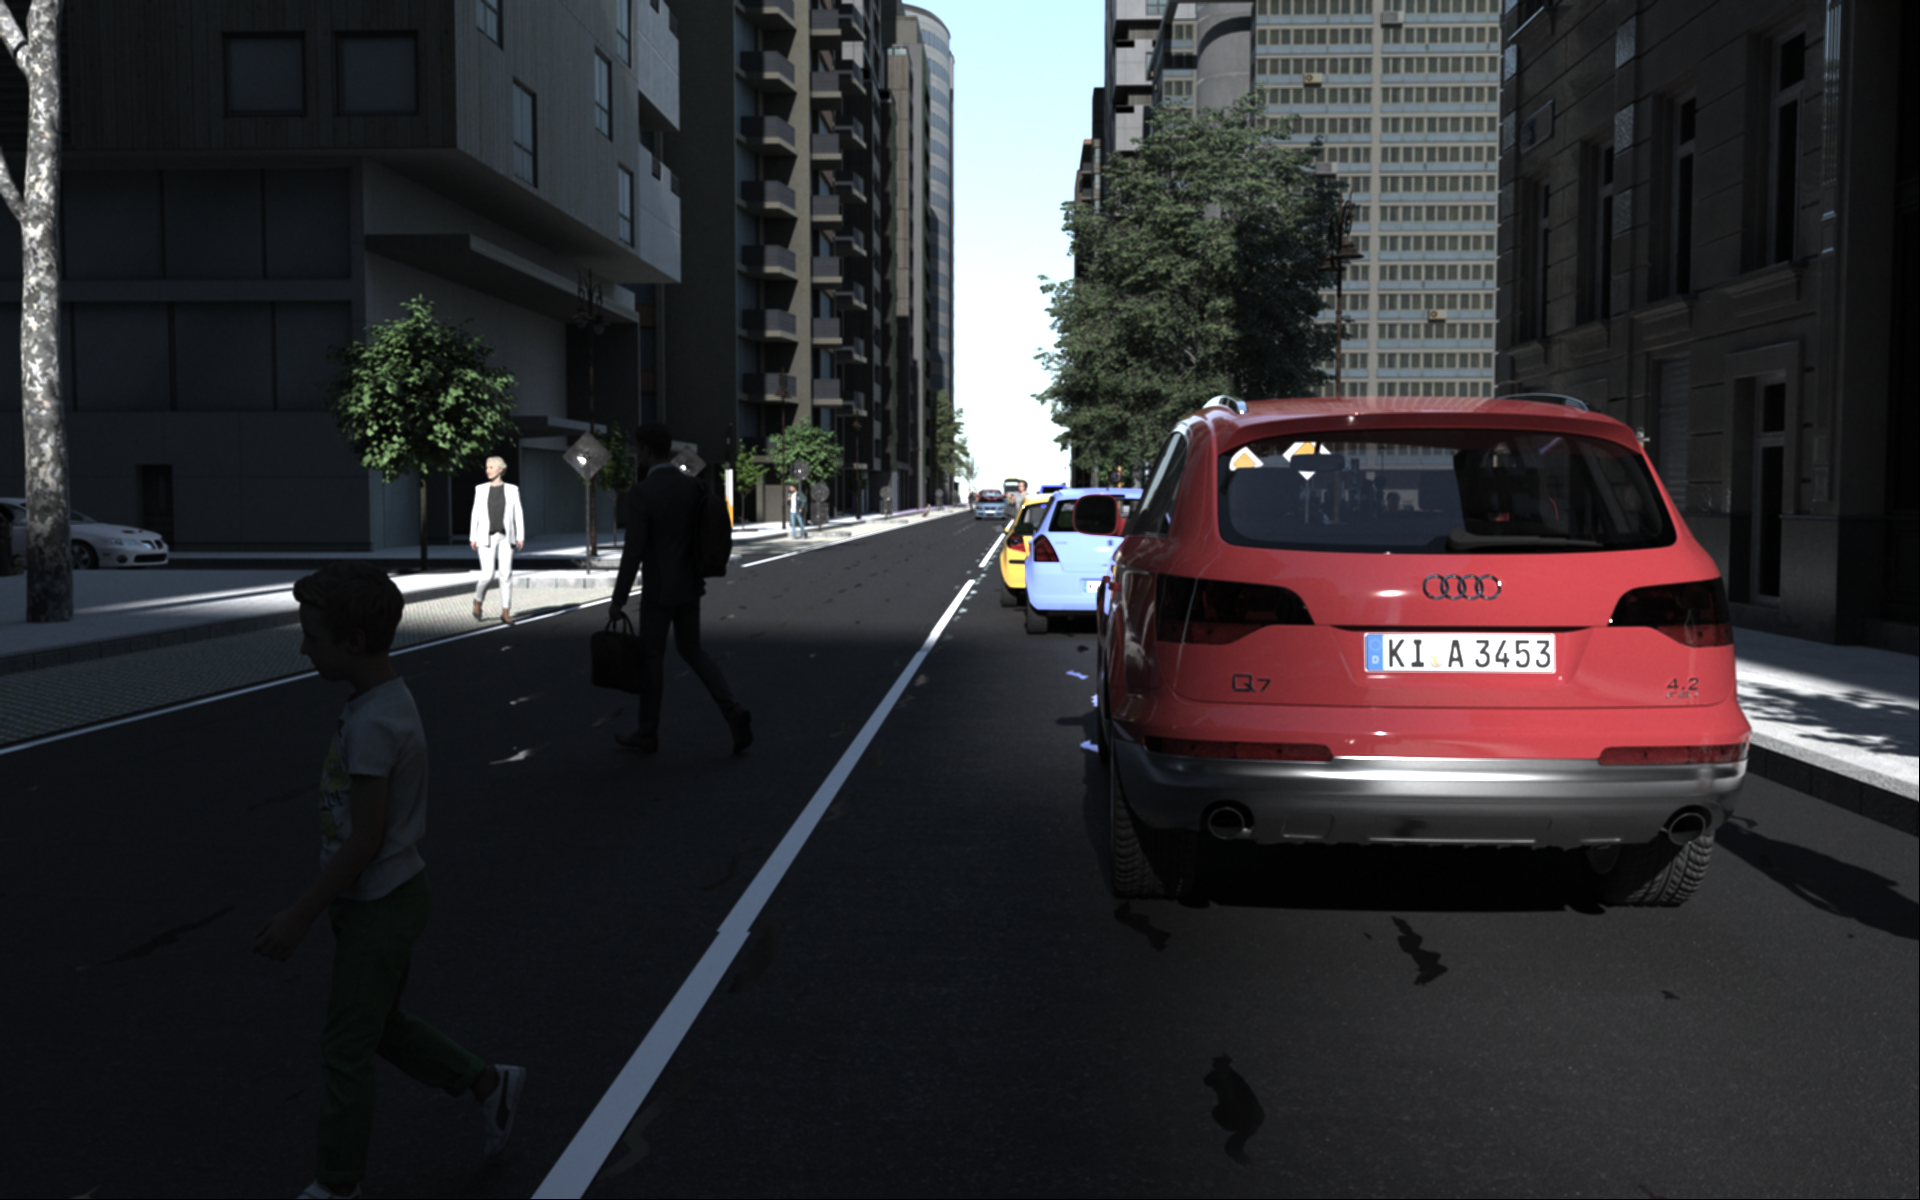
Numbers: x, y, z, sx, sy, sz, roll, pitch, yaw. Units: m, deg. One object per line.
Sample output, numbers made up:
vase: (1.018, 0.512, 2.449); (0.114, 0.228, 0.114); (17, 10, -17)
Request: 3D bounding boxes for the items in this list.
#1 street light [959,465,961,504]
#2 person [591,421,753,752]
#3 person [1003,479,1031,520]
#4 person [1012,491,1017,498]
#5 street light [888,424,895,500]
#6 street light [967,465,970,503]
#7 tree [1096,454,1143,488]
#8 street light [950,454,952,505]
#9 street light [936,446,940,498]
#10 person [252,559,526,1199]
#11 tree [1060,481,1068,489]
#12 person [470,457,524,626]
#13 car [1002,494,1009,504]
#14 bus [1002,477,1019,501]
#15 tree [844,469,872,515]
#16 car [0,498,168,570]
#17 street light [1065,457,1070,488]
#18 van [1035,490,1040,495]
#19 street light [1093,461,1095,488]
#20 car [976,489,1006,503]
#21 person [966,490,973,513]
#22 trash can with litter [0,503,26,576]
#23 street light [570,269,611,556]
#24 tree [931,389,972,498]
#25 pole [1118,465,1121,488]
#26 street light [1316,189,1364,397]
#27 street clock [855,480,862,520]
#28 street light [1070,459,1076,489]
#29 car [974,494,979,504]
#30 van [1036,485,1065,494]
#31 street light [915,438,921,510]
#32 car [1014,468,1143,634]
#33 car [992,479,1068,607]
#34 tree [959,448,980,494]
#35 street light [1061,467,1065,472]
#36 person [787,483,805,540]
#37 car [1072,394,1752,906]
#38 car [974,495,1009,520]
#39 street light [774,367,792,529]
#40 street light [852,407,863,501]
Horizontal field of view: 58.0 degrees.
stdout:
street light: (0.030, -15.288, 222.747); (0.468, 5.910, 1.993); (0, 4, 2)
person: (-1.586, -0.065, 9.528); (0.822, 1.834, 0.622); (2, 4, 29)
person: (1.364, -2.002, 41.589); (0.716, 1.782, 0.532); (1, 4, 18)
person: (7.243, -12.953, 220.419); (1.348, 1.807, 0.705); (-2, 4, -24)
street light: (-4.484, -8.545, 112.497); (0.468, 5.910, 1.993); (0, 4, 2)
street light: (1.274, -16.964, 250.155); (0.468, 5.910, 1.993); (0, 4, 2)
tree: (10.484, -7.784, 110.978); (4.285, 4.588, 4.351); (0, 3, 0)
street light: (-1.044, -13.629, 195.614); (0.468, 5.910, 1.993); (0, 4, 2)
street light: (-2.167, -11.885, 167.109); (0.468, 5.910, 1.993); (0, 4, 2)
person: (-1.138, 0.567, 3.481); (0.590, 1.304, 0.306); (-3, 5, -41)
tree: (15.843, -16.594, 265.915); (1.663, 3.219, 1.824); (0, 3, 0)
person: (-5.118, -0.653, 19.062); (0.514, 1.842, 0.818); (-3, 4, -36)
car: (4.887, -11.994, 208.103); (2.014, 1.417, 4.499); (0, 4, 0)
bus: (7.869, -16.462, 260.692); (2.896, 3.916, 12.252); (0, 4, 2)
tree: (-6.566, -6.980, 108.729); (1.663, 3.219, 1.824); (0, 3, 0)
car: (-16.682, -1.138, 30.973); (4.827, 1.381, 2.083); (0, 4, 4)
street light: (13.555, -14.759, 214.090); (0.468, 5.910, 1.993); (0, 4, 2)
van: (8.784, -10.912, 185.422); (2.013, 2.044, 4.112); (0, 4, 4)
street light: (10.091, -9.647, 130.519); (0.468, 5.910, 1.993); (0, 4, 2)
car: (2.301, -7.388, 129.459); (2.281, 1.827, 5.304); (0, 4, 0)
person: (0.755, -7.669, 134.337); (0.568, 1.767, 0.683); (-2, 4, -23)
trash can with litter: (-15.139, -0.968, 27.221); (0.624, 1.170, 1.055); (-1, 4, -10)
street light: (-7.601, -3.852, 35.776); (0.468, 5.910, 1.993); (0, 4, 2)
tree: (-2.480, -16.448, 187.057); (7.486, 12.596, 7.792); (0, 3, 0)
pole: (9.852, -6.915, 106.897); (0.158, 3.312, 0.155); (0, 3, 0)
street light: (5.815, -3.294, 26.645); (0.468, 5.910, 1.993); (0, 4, 2)
street clock: (-5.097, -5.032, 86.850); (0.358, 2.002, 0.471); (-1, 4, -17)
street light: (12.306, -13.017, 185.623); (0.468, 5.910, 1.993); (0, 4, 2)
car: (2.865, -13.879, 237.147); (2.015, 1.641, 3.980); (0, 4, 4)
van: (6.404, -7.064, 119.886); (2.240, 2.365, 5.245); (0, 4, 2)
street light: (-3.414, -10.219, 139.873); (0.468, 5.910, 1.993); (0, 4, 2)
car: (1.556, -0.572, 18.952); (1.945, 1.707, 3.694); (0, 4, 2)
car: (1.427, -0.802, 23.336); (2.015, 1.641, 3.980); (0, 4, 3)
tree: (1.471, -19.379, 267.203); (4.360, 8.622, 3.978); (0, 3, 0)
street light: (14.654, -16.440, 241.586); (0.468, 5.910, 1.993); (0, 4, 2)
person: (-5.158, -2.783, 54.351); (0.623, 1.781, 0.721); (1, 4, 10)
car: (1.635, 0.064, 7.620); (2.281, 1.827, 5.304); (0, 4, 4)
car: (1.792, -5.224, 97.412); (2.014, 1.417, 4.499); (0, 4, 4)
street light: (-6.409, -5.512, 62.904); (0.468, 5.910, 1.993); (0, 4, 2)
street light: (-5.362, -7.199, 90.499); (0.468, 5.910, 1.993); (0, 4, 2)
